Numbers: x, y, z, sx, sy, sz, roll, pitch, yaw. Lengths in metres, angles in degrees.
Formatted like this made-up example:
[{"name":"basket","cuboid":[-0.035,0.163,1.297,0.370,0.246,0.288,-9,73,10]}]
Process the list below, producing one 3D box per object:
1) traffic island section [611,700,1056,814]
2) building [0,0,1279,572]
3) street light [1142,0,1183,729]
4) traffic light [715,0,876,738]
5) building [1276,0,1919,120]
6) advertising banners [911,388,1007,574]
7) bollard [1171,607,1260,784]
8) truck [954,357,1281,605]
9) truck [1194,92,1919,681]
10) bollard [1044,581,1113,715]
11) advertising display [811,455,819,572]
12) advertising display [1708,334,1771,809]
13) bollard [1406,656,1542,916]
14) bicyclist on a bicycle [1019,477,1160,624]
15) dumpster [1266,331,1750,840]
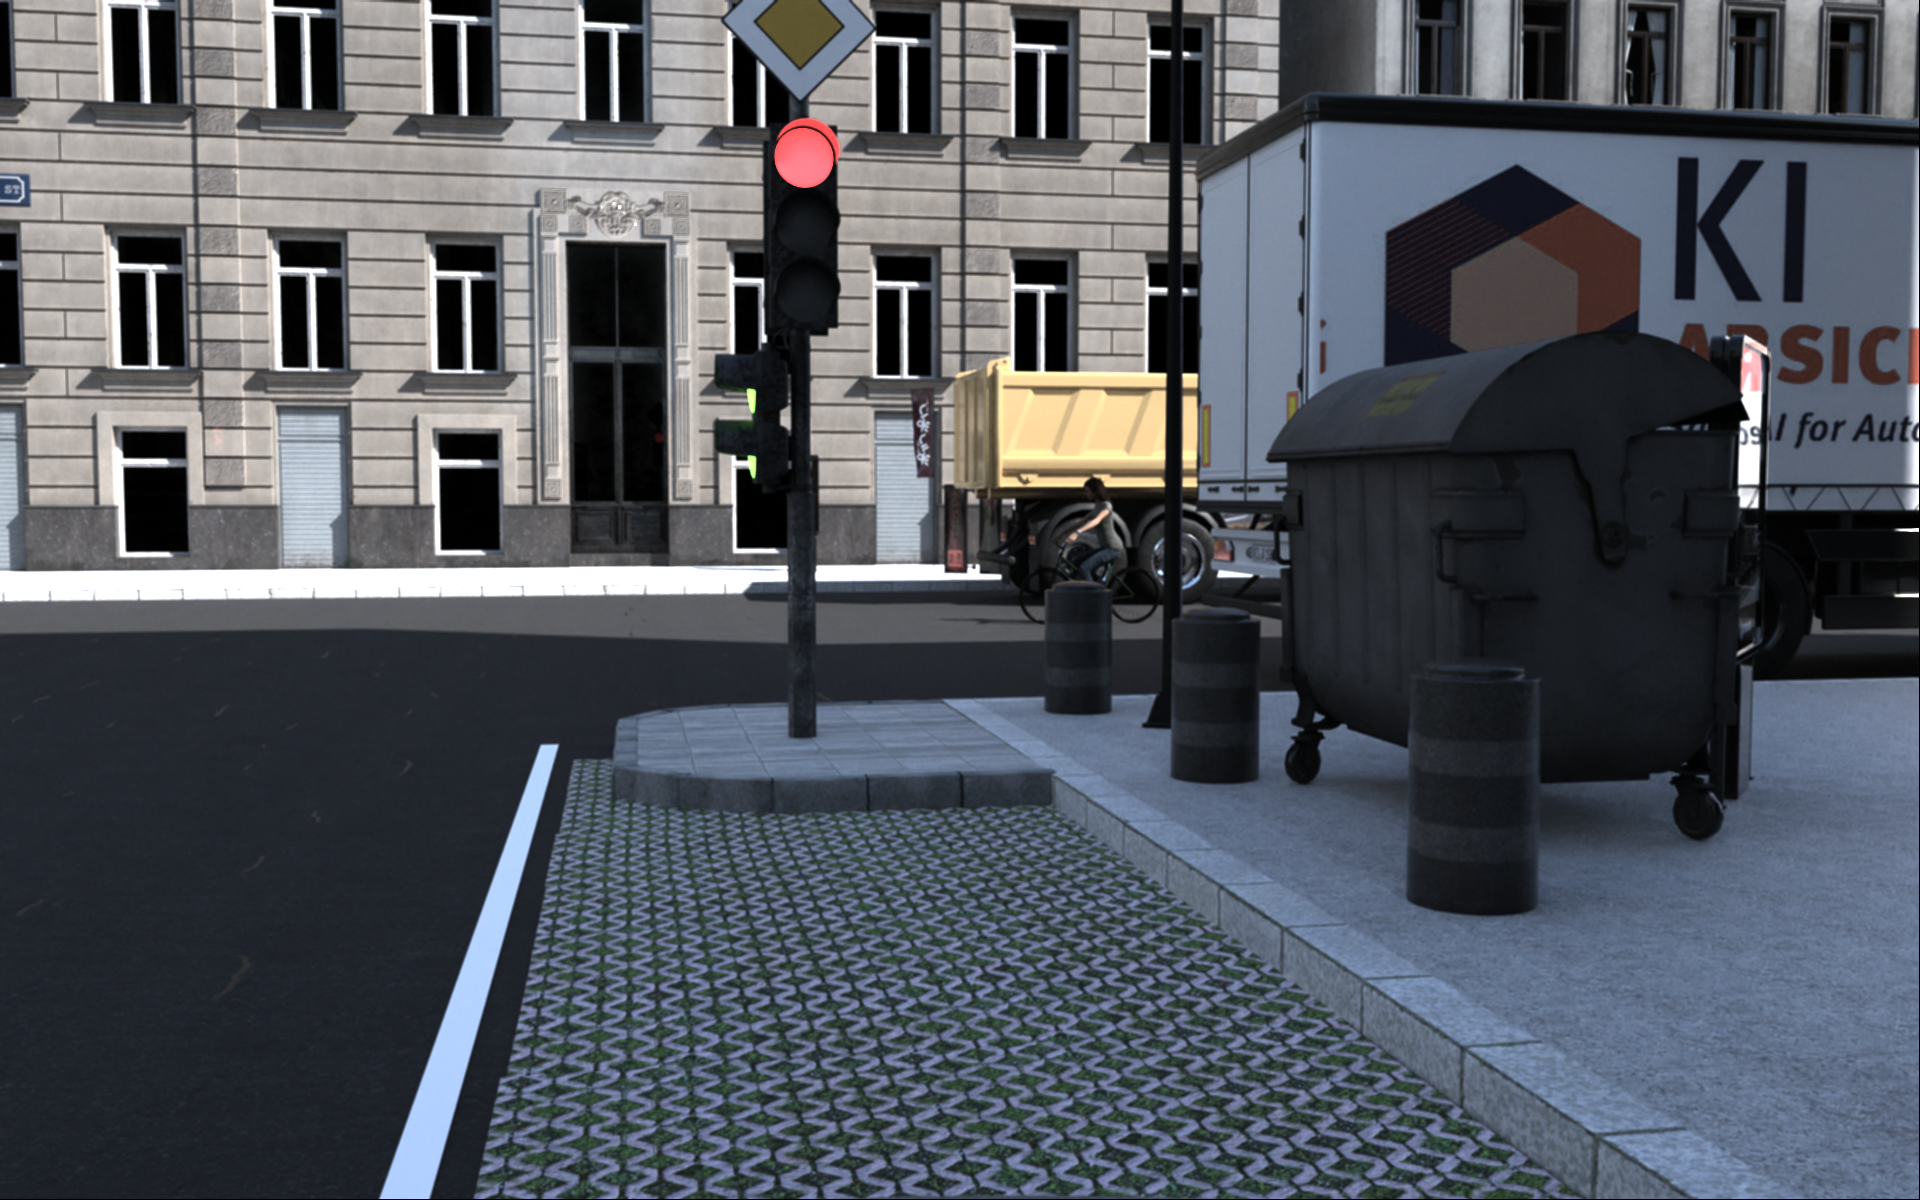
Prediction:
[{"name":"traffic island section","cuboid":[-0.812,0.802,9.173,2.009,0.180,2.903,-1,4,-11]},{"name":"building","cuboid":[-6.998,-14.539,34.972,25.104,27.353,12.463,-1,4,-11]},{"name":"street light","cuboid":[0.641,-2.250,9.323,1.470,5.913,1.316,-1,4,-11]},{"name":"traffic light","cuboid":[-0.853,-1.231,9.051,0.839,4.253,0.868,-1,4,-11]},{"name":"building","cuboid":[15.444,-11.547,37.951,18.267,20.994,9.793,-1,4,-11]},{"name":"advertising banners","cuboid":[-0.046,-1.957,28.177,2.074,3.025,0.090,3,5,42]},{"name":"bollard","cuboid":[1.156,0.421,7.838,0.404,0.777,0.398,0,3,0]},{"name":"truck","cuboid":[4.929,-1.710,23.881,9.791,3.379,3.469,-1,4,-10]},{"name":"truck","cuboid":[7.691,-1.555,14.344,11.283,4.237,2.839,-1,4,-11]},{"name":"bollard","cuboid":[0.700,0.274,10.234,0.404,0.777,0.398,0,3,0]},{"name":"advertising display","cuboid":[-2.522,-1.453,28.963,0.123,1.923,0.974,-1,4,-17]},{"name":"advertising display","cuboid":[3.309,-0.133,7.385,0.123,1.923,0.974,2,4,31]},{"name":"bollard","cuboid":[1.612,0.567,5.441,0.404,0.777,0.398,0,3,0]},{"name":"bicyclist on a bicycle","cuboid":[1.433,-0.554,19.081,1.625,1.676,1.499,-1,4,-11]},{"name":"dumpster","cuboid":[2.150,-0.078,7.030,1.264,1.857,1.865,-1,4,-11]}]
